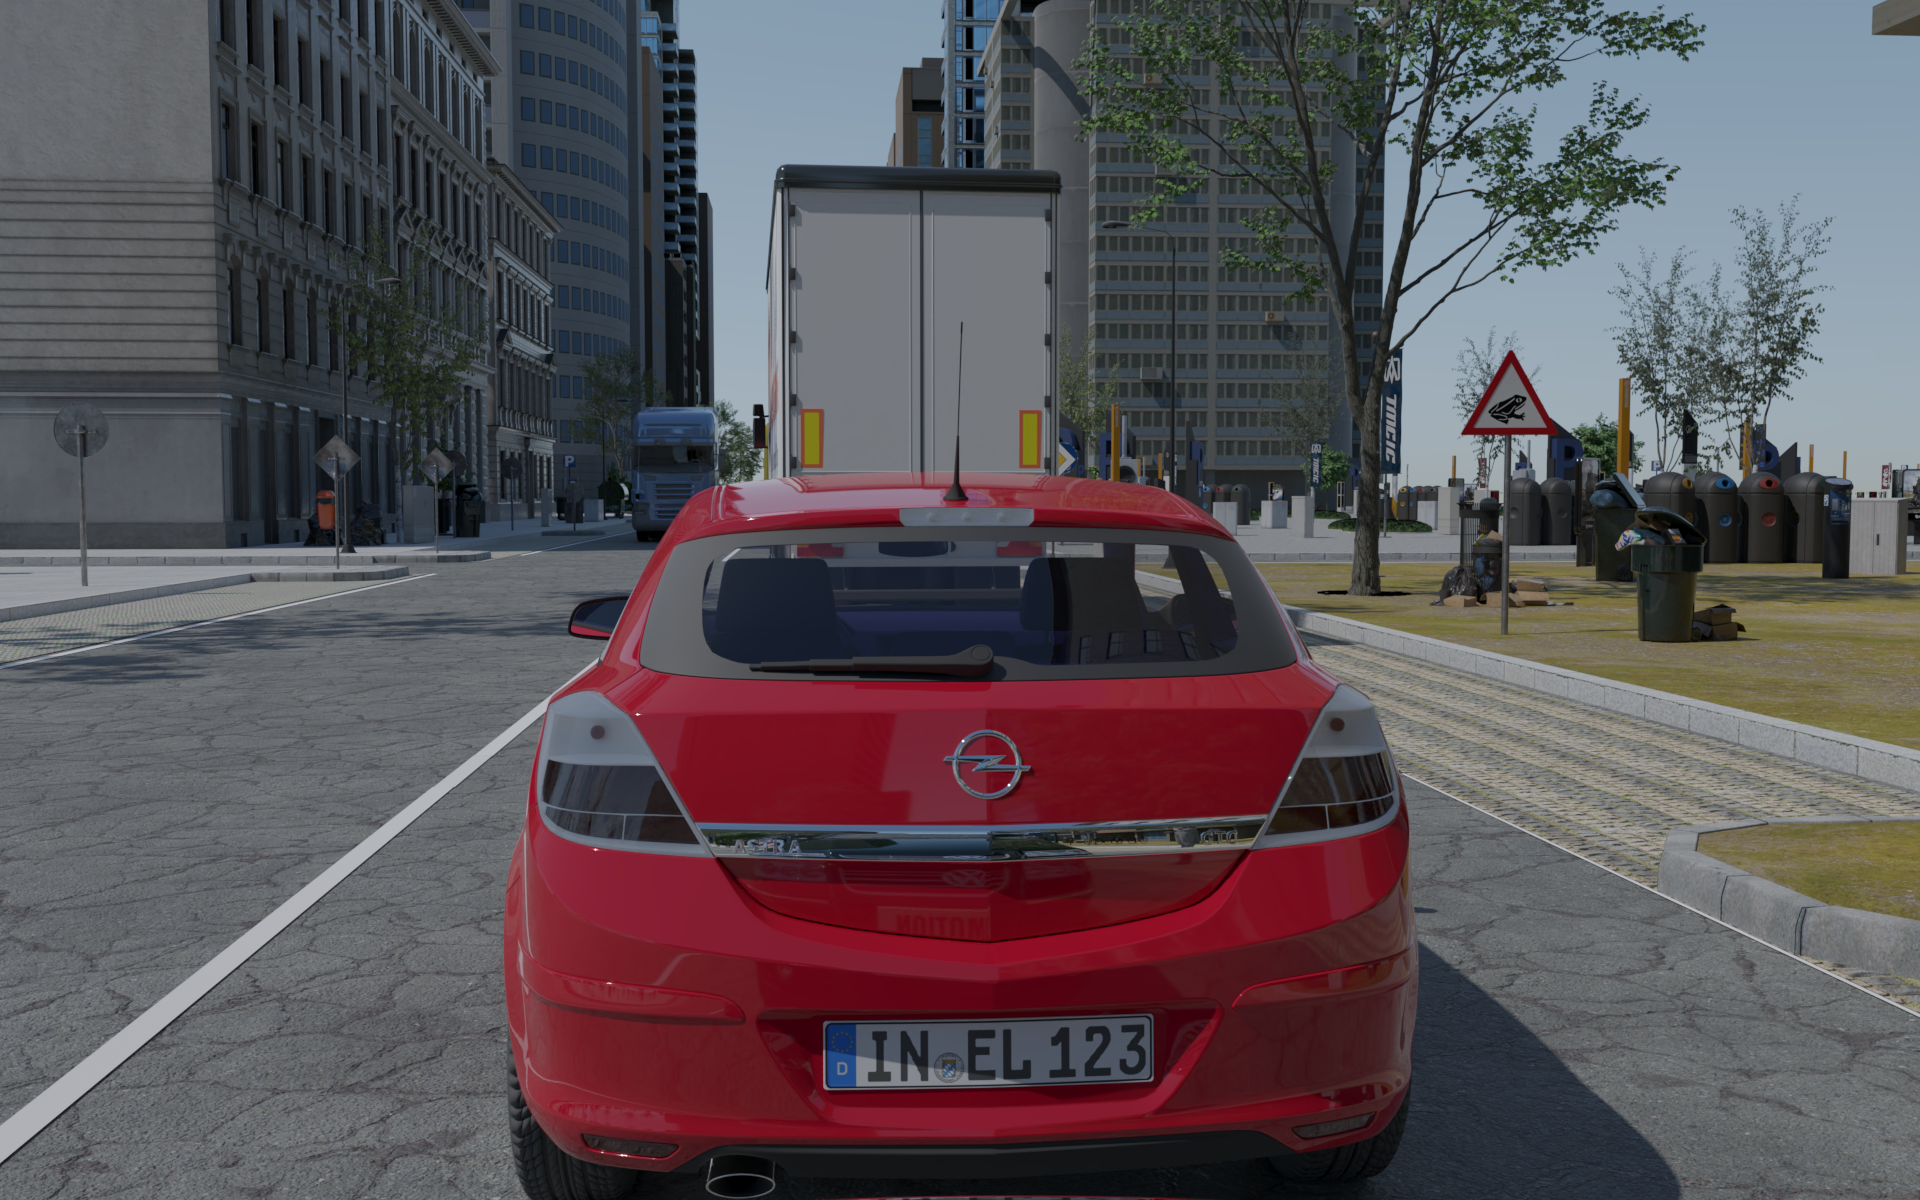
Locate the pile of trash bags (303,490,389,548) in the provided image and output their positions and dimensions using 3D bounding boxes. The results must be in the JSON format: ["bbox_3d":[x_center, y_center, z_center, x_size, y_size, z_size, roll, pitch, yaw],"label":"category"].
[{"bbox_3d":[-15.303,-2.021,42.801,1.912,1.369,3.447,0,4,-8],"label":"pile of trash bags"}]

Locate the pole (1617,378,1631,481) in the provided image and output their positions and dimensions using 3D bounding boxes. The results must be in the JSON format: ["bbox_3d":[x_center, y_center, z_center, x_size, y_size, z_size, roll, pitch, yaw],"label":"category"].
[{"bbox_3d":[11.693,-2.245,30.553,0.158,3.312,0.155,0,3,0],"label":"pole"}]

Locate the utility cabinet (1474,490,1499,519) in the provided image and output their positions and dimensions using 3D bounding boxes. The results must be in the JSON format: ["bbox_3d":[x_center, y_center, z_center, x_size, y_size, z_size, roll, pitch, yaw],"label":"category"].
[{"bbox_3d":[27.106,-4.925,89.207,1.173,1.500,0.318,2,4,33],"label":"utility cabinet"}]

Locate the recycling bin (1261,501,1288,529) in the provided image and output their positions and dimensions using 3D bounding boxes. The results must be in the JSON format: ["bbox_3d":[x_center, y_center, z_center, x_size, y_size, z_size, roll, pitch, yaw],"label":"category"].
[{"bbox_3d":[11.697,-3.173,64.435,0.722,1.027,0.722,-1,4,-22],"label":"recycling bin"}]

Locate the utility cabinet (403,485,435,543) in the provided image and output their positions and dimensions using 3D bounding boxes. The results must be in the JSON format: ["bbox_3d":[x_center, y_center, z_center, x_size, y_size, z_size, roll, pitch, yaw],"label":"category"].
[{"bbox_3d":[-14.070,-2.226,45.071,0.318,1.500,1.173,1,4,9],"label":"utility cabinet"}]

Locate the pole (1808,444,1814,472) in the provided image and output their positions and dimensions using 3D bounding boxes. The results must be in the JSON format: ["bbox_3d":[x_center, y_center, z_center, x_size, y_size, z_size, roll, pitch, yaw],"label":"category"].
[{"bbox_3d":[34.846,-4.717,70.967,0.158,3.312,0.155,0,3,0],"label":"pole"}]

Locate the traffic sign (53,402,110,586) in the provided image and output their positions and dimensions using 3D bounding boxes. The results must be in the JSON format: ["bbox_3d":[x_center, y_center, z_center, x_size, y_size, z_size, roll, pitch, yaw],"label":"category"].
[{"bbox_3d":[-12.185,-1.464,24.035,0.768,2.556,0.104,0,4,-1],"label":"traffic sign"}]

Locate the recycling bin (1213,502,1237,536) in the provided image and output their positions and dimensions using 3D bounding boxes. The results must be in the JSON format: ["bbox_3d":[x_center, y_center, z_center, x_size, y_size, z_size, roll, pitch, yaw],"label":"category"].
[{"bbox_3d":[8.197,-2.508,53.560,0.722,1.027,0.722,0,4,7],"label":"recycling bin"}]

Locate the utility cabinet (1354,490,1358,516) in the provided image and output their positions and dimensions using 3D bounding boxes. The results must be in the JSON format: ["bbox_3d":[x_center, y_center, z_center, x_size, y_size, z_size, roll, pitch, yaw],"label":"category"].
[{"bbox_3d":[23.385,-5.600,100.244,1.173,1.500,0.318,-1,4,-19],"label":"utility cabinet"}]

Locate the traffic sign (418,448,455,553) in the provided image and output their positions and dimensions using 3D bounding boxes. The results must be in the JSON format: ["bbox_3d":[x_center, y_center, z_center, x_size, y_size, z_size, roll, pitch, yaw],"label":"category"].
[{"bbox_3d":[-11.311,-2.067,37.434,0.795,2.450,0.064,0,4,-5],"label":"traffic sign"}]

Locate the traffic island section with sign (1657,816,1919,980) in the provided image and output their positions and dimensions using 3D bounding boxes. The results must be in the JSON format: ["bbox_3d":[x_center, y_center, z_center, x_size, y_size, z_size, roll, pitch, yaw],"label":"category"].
[{"bbox_3d":[3.532,0.171,5.832,1.989,1.847,2.006,0,4,-5],"label":"traffic island section with sign"}]

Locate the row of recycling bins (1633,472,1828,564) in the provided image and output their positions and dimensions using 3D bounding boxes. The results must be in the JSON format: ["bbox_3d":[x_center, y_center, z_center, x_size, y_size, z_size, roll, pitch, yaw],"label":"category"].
[{"bbox_3d":[14.394,-1.529,32.115,3.534,1.692,1.069,0,4,-6],"label":"row of recycling bins"}]

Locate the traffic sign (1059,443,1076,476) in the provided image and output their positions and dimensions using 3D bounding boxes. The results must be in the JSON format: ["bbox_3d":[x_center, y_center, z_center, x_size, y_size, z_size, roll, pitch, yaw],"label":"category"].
[{"bbox_3d":[1.642,-1.645,30.541,0.795,2.450,0.064,0,4,-5],"label":"traffic sign"}]

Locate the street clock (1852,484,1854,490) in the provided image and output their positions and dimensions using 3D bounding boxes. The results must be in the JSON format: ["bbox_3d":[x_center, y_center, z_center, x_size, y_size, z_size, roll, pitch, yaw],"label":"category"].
[{"bbox_3d":[59.551,-6.812,115.949,0.358,2.002,0.471,-1,4,-11],"label":"street clock"}]

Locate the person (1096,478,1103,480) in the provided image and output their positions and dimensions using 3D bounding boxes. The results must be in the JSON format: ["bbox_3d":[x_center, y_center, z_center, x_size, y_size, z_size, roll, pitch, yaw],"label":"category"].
[{"bbox_3d":[2.818,-1.567,34.663,0.362,1.759,0.519,0,4,-4],"label":"person"}]

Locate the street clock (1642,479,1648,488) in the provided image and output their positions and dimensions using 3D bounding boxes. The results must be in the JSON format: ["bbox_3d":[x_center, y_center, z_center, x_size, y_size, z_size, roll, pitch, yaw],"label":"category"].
[{"bbox_3d":[33.360,-4.877,84.316,0.358,2.002,0.471,2,4,32],"label":"street clock"}]

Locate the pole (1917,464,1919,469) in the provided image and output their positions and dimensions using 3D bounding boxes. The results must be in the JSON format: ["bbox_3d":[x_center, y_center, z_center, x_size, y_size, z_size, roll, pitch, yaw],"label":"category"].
[{"bbox_3d":[64.031,-7.459,115.799,0.158,3.312,0.155,0,3,0],"label":"pole"}]

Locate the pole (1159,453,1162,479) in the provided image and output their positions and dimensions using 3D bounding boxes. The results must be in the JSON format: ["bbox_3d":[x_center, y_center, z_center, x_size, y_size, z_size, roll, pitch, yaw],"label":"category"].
[{"bbox_3d":[10.019,-5.678,86.681,0.158,3.312,0.155,0,3,0],"label":"pole"}]

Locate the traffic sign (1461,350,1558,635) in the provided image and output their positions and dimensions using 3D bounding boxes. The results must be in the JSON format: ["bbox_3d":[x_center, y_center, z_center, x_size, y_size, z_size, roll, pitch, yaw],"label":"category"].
[{"bbox_3d":[4.963,-0.961,15.713,0.884,2.594,0.081,0,4,-2],"label":"traffic sign"}]

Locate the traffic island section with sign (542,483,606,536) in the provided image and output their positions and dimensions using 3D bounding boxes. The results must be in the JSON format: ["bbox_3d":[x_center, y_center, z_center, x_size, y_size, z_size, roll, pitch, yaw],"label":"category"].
[{"bbox_3d":[-13.323,-3.134,59.868,1.989,1.847,2.006,0,4,-5],"label":"traffic island section with sign"}]

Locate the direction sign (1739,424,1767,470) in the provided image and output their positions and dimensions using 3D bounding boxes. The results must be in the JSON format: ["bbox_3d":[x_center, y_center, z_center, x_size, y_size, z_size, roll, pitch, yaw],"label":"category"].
[{"bbox_3d":[25.686,-3.926,56.183,0.379,3.537,0.876,-3,4,-36],"label":"direction sign"}]

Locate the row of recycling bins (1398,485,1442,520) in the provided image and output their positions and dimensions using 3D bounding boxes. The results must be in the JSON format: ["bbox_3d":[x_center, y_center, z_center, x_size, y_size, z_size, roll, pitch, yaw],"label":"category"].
[{"bbox_3d":[22.485,-4.719,84.271,1.069,1.692,3.534,-1,4,-17],"label":"row of recycling bins"}]

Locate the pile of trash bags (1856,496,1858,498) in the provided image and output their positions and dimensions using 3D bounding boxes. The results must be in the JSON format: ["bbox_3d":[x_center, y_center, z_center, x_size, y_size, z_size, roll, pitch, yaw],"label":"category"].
[{"bbox_3d":[34.219,-3.404,65.416,3.447,1.369,1.912,0,4,-5],"label":"pile of trash bags"}]

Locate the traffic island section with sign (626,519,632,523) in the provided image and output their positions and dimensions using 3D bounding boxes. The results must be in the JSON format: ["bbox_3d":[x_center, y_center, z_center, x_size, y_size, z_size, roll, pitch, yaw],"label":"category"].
[{"bbox_3d":[-15.735,-4.803,87.161,1.989,1.847,2.006,0,4,-5],"label":"traffic island section with sign"}]

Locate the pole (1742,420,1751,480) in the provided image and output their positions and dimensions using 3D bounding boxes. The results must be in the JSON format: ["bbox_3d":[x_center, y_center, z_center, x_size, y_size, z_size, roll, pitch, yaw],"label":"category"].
[{"bbox_3d":[21.548,-3.280,47.467,0.158,3.312,0.155,0,3,0],"label":"pole"}]

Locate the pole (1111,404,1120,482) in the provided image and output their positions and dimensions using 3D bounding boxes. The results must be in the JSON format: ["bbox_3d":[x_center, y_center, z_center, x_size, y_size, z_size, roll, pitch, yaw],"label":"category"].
[{"bbox_3d":[3.531,-2.783,39.346,0.158,3.312,0.155,0,3,0],"label":"pole"}]

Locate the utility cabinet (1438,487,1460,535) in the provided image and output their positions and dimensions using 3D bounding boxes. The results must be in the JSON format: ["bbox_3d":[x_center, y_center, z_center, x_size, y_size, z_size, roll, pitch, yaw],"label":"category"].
[{"bbox_3d":[15.408,-2.807,54.577,0.318,1.500,1.173,0,4,-3],"label":"utility cabinet"}]

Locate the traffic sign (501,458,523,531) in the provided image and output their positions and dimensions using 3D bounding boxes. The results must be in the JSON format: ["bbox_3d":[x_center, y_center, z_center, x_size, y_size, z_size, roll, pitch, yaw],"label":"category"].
[{"bbox_3d":[-15.638,-3.690,60.444,0.768,2.556,0.104,0,4,0],"label":"traffic sign"}]

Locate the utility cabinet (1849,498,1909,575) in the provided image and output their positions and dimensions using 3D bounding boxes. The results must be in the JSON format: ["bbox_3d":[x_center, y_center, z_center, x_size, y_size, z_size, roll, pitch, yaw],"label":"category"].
[{"bbox_3d":[14.729,-1.028,27.973,0.306,1.237,1.020,-2,4,-29],"label":"utility cabinet"}]

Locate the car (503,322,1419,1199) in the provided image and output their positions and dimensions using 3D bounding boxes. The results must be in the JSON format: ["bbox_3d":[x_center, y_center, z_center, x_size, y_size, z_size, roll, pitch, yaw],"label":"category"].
[{"bbox_3d":[-0.117,0.245,5.041,2.155,1.783,4.494,0,4,-4],"label":"car"}]

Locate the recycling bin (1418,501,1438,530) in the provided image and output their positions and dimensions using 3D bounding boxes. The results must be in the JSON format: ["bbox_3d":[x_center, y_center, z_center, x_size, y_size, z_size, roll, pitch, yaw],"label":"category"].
[{"bbox_3d":[16.834,-3.014,61.838,0.722,1.027,0.722,-3,5,-44],"label":"recycling bin"}]

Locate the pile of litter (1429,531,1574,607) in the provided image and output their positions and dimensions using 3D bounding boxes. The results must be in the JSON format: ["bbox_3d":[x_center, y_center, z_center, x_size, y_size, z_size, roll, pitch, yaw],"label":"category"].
[{"bbox_3d":[6.279,-0.371,20.024,1.719,0.858,1.176,0,4,7],"label":"pile of litter"}]

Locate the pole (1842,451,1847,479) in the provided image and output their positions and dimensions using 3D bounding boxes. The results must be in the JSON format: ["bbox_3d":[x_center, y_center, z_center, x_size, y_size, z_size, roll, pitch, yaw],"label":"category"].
[{"bbox_3d":[41.853,-5.391,81.991,0.158,3.312,0.155,0,3,0],"label":"pole"}]

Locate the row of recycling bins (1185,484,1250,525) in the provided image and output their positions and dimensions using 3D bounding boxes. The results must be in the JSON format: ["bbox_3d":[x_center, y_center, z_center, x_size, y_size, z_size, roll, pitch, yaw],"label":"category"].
[{"bbox_3d":[10.815,-4.010,72.678,1.069,1.692,3.534,-3,4,-36],"label":"row of recycling bins"}]

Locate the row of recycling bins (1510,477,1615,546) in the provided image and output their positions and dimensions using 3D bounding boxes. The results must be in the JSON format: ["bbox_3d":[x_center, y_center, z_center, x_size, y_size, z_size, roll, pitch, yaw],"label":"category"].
[{"bbox_3d":[15.299,-2.226,43.509,3.534,1.692,1.069,-1,4,-19],"label":"row of recycling bins"}]

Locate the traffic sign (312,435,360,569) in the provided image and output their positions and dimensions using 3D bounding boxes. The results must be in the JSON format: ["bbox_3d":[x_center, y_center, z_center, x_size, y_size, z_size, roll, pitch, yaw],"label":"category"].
[{"bbox_3d":[-10.606,-1.580,29.480,0.795,2.450,0.064,0,4,-5],"label":"traffic sign"}]

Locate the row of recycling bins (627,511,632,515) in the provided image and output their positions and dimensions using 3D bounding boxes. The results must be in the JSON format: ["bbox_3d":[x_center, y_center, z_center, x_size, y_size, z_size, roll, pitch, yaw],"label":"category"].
[{"bbox_3d":[-20.293,-6.215,108.728,1.069,1.692,3.534,-1,4,-16],"label":"row of recycling bins"}]

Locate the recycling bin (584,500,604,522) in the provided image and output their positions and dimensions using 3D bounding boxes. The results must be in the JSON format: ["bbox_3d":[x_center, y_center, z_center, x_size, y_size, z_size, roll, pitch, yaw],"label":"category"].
[{"bbox_3d":[-16.948,-4.135,80.161,0.722,1.027,0.722,0,4,7],"label":"recycling bin"}]

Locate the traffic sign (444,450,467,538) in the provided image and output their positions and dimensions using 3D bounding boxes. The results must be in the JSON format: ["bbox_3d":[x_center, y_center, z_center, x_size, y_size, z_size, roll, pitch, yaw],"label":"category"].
[{"bbox_3d":[-14.683,-3.066,50.233,0.768,2.556,0.104,0,4,5],"label":"traffic sign"}]

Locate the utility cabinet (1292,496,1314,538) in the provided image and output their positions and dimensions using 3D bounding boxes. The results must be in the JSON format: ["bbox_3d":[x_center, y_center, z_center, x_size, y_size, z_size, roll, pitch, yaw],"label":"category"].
[{"bbox_3d":[10.048,-2.422,50.756,0.306,1.237,1.020,-1,4,-11],"label":"utility cabinet"}]

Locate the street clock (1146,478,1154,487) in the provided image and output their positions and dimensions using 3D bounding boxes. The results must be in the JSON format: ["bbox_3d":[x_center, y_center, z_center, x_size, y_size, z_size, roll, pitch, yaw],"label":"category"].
[{"bbox_3d":[8.672,-4.528,78.599,0.471,2.002,0.358,-2,4,-31],"label":"street clock"}]

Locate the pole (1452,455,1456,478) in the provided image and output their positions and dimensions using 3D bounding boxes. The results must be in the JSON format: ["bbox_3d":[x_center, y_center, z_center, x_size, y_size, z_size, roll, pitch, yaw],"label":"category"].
[{"bbox_3d":[26.100,-5.977,91.562,0.158,3.312,0.155,0,3,0],"label":"pole"}]

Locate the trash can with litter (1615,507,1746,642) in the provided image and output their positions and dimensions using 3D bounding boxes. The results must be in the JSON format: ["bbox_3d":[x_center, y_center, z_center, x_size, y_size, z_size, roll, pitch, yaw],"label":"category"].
[{"bbox_3d":[6.352,-0.235,15.225,1.055,1.170,0.624,-2,4,-25],"label":"trash can with litter"}]

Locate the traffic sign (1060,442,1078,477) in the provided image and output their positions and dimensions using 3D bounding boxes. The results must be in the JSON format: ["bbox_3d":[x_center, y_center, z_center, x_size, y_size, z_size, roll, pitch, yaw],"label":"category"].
[{"bbox_3d":[2.527,-2.612,42.805,0.768,2.556,0.104,0,4,-2],"label":"traffic sign"}]

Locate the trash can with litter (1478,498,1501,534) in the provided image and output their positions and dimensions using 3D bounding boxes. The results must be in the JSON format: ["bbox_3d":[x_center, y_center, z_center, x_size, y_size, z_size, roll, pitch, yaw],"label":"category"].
[{"bbox_3d":[16.846,-2.681,55.225,0.624,1.170,1.055,2,4,25],"label":"trash can with litter"}]

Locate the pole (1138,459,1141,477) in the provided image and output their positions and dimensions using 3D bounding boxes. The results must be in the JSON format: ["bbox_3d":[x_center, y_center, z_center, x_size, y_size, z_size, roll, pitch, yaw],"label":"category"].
[{"bbox_3d":[10.346,-6.510,100.285,0.158,3.312,0.155,0,3,0],"label":"pole"}]

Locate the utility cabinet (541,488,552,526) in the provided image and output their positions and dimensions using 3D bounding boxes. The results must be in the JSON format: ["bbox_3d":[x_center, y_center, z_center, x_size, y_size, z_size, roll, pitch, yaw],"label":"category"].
[{"bbox_3d":[-16.331,-3.658,68.480,0.318,1.500,1.173,0,4,-7],"label":"utility cabinet"}]
